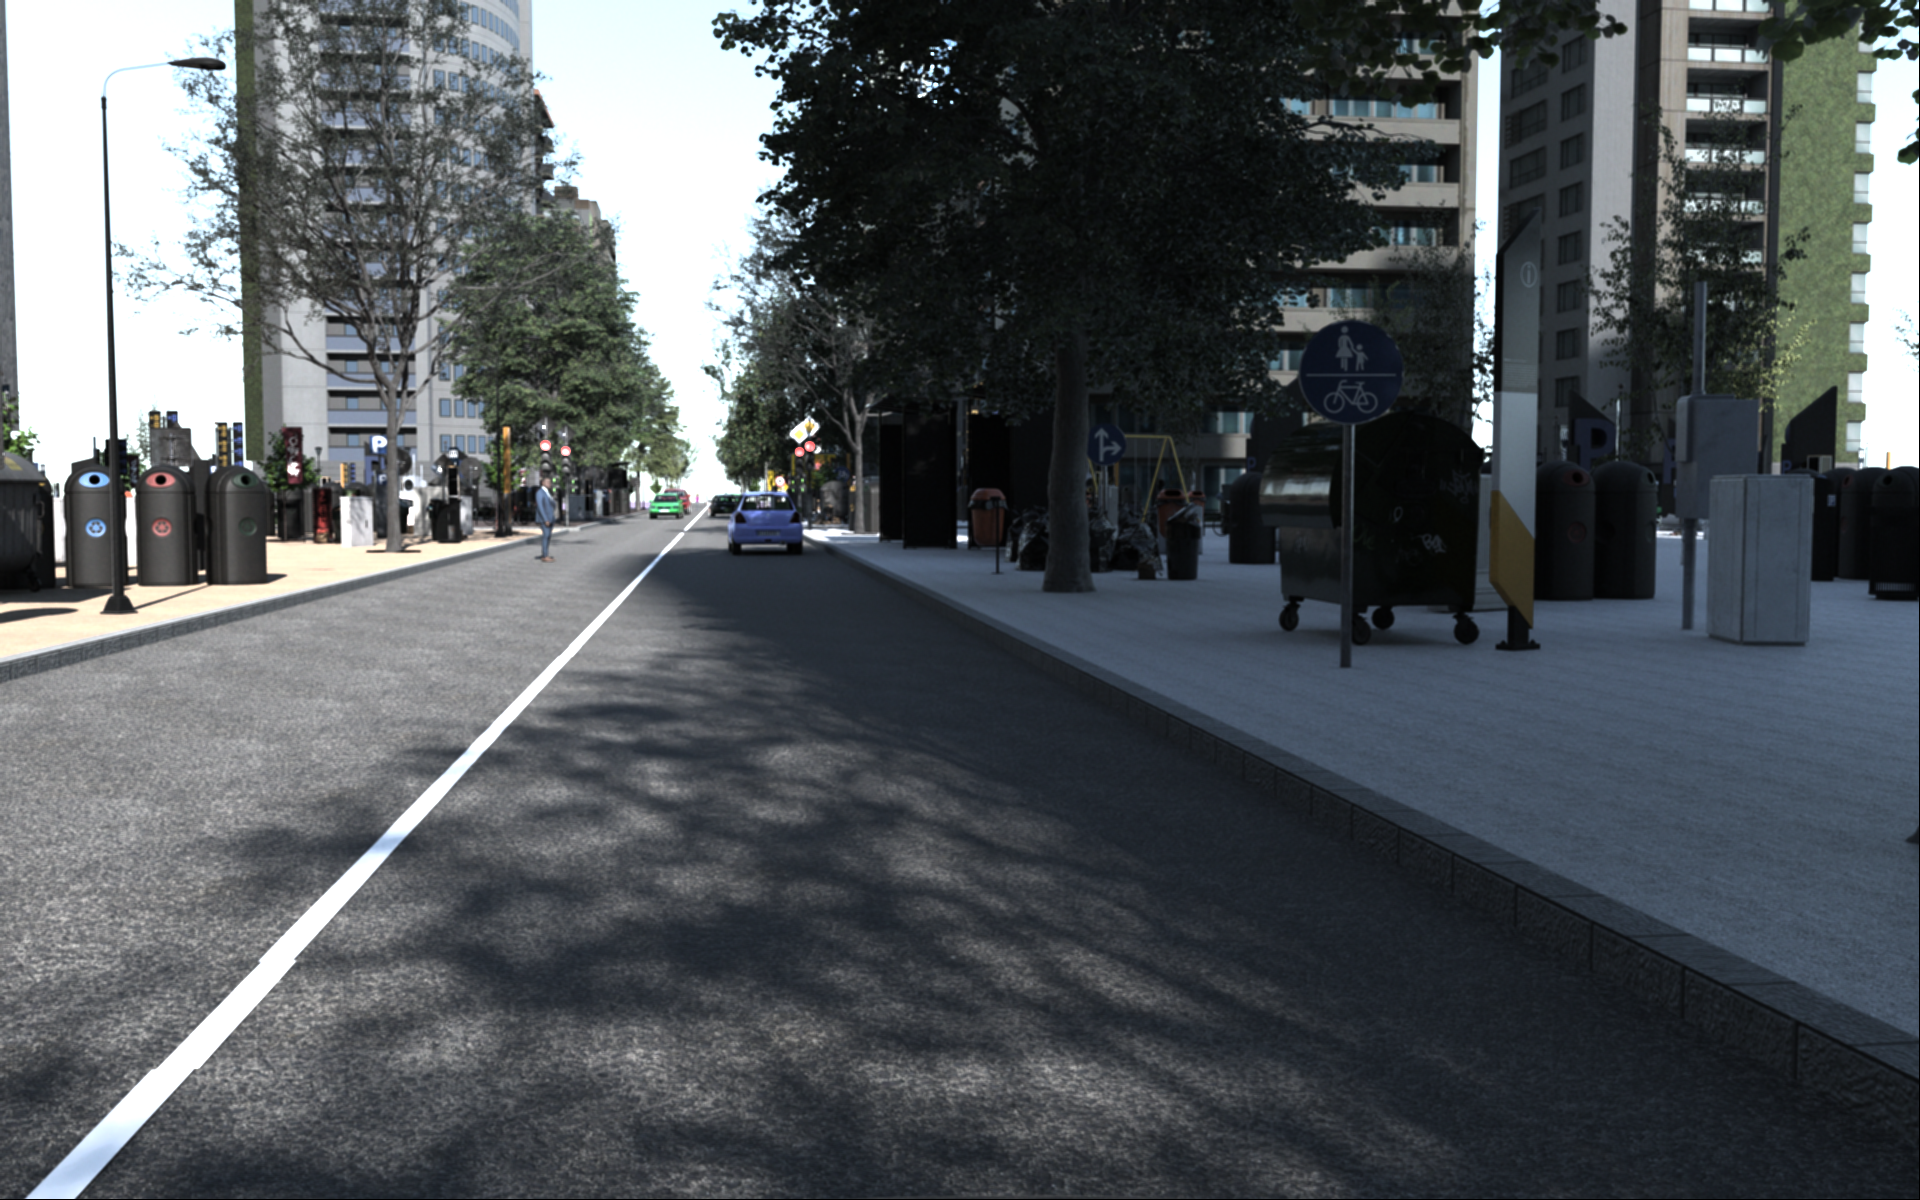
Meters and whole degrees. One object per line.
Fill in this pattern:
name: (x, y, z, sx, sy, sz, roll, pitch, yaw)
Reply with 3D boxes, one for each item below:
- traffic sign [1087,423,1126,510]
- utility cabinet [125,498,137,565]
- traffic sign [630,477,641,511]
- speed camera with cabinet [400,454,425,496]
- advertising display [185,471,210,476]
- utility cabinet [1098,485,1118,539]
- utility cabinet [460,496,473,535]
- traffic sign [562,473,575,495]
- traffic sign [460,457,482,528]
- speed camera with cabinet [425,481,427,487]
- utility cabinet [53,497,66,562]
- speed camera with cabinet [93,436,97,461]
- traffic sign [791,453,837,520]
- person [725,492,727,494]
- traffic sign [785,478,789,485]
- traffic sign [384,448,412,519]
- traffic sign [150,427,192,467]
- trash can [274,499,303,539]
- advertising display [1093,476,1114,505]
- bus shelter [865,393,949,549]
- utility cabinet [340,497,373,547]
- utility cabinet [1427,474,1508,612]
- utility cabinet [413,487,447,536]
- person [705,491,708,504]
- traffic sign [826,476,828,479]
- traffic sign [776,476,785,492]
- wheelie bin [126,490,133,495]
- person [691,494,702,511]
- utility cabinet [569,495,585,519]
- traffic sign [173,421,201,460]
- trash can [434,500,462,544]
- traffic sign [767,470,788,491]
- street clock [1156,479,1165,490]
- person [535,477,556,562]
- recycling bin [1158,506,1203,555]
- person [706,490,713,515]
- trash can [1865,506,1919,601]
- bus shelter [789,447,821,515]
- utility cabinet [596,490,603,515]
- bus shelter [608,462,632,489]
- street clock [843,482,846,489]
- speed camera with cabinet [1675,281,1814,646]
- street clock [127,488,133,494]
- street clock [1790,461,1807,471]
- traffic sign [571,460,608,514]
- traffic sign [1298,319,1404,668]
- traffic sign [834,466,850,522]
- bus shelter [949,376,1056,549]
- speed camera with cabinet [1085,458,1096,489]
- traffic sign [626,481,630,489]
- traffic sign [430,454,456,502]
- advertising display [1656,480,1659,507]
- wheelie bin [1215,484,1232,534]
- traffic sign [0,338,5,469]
traffic sign: (2.605, -1.903, 31.214, 0.768, 2.556, 0.104, 0, 4, -1)
utility cabinet: (-15.362, -1.229, 31.248, 1.020, 1.237, 0.306, -3, 5, -42)
traffic sign: (-24.195, -7.898, 129.232, 0.768, 2.556, 0.104, 0, 4, -5)
speed camera with cabinet: (-27.883, -5.624, 86.291, 2.038, 3.252, 0.660, 1, 4, 18)
advertising display: (-21.592, -2.678, 49.001, 0.974, 1.923, 0.123, 2, 4, 24)
utility cabinet: (3.677, -2.093, 42.892, 0.318, 1.500, 1.173, 1, 4, 16)
utility cabinet: (-15.575, -2.614, 53.897, 0.306, 1.237, 1.020, 1, 4, 18)
traffic sign: (-22.714, -6.147, 100.617, 0.768, 2.556, 0.104, 0, 4, -3)
traffic sign: (-16.761, -3.626, 59.387, 0.768, 2.556, 0.104, 0, 4, -2)
speed camera with cabinet: (-36.631, -7.648, 119.374, 0.660, 3.252, 2.038, 2, 4, 35)
utility cabinet: (-17.404, -1.347, 33.188, 1.020, 1.237, 0.306, 2, 4, 27)
speed camera with cabinet: (-28.917, -3.939, 58.734, 0.660, 3.252, 2.038, -3, 5, -41)
traffic sign: (-7.265, -5.644, 86.148, 2.265, 3.308, 0.079, 0, 4, -3)
person: (-35.909, -15.669, 265.356, 0.551, 1.740, 0.621, 3, 5, 45)
traffic sign: (-11.052, -6.914, 113.148, 0.768, 2.556, 0.104, 0, 4, -6)
traffic sign: (-15.547, -2.925, 47.923, 0.768, 2.556, 0.104, 0, 4, 1)
traffic sign: (-12.103, -1.497, 26.611, 0.606, 2.300, 0.079, 0, 4, -6)
trash can: (-18.722, -2.243, 48.326, 0.748, 1.137, 0.748, 0, 3, 0)
advertising display: (5.187, -3.502, 62.464, 0.974, 1.923, 0.123, -3, 4, -36)
bus shelter: (-1.247, -3.187, 43.388, 1.731, 3.624, 6.357, 0, 4, -8)
utility cabinet: (-14.688, -1.899, 42.209, 0.306, 1.237, 1.020, 1, 4, 11)
utility cabinet: (5.644, -0.628, 18.953, 1.173, 1.500, 0.318, -2, 4, -34)
utility cabinet: (-16.020, -2.681, 52.515, 1.173, 1.500, 0.318, 2, 4, 26)
person: (-36.291, -14.704, 248.781, 0.709, 1.838, 0.599, -3, 5, -42)
traffic sign: (-6.430, -5.039, 82.494, 0.768, 2.556, 0.104, 0, 4, -3)
traffic sign: (-12.379, -7.287, 119.254, 0.768, 2.556, 0.104, 0, 4, -2)
wheelie bin: (-61.531, -7.339, 127.908, 0.693, 1.594, 0.980, 0, 4, 2)
person: (-22.558, -8.372, 148.599, 0.991, 1.433, 0.599, 0, 4, -1)
utility cabinet: (-19.567, -4.736, 88.602, 1.020, 1.237, 0.306, 1, 4, 13)
traffic sign: (-13.914, -1.885, 30.826, 0.884, 2.594, 0.081, 0, 4, -6)
trash can: (-13.315, -2.043, 45.059, 0.748, 1.137, 0.748, 0, 3, 0)
traffic sign: (-14.877, -9.187, 144.086, 2.265, 3.308, 0.079, 0, 4, -5)
street clock: (9.369, -4.704, 81.486, 0.471, 2.002, 0.358, -1, 4, -13)
person: (-8.810, -1.721, 36.826, 0.419, 1.800, 0.721, 0, 4, -3)
recycling bin: (4.692, -1.490, 36.916, 0.722, 1.027, 0.722, -2, 4, -27)
person: (-17.186, -6.707, 119.164, 0.512, 1.701, 0.522, 0, 4, 6)
trash can: (11.372, -0.571, 20.994, 0.748, 1.137, 0.748, 0, 3, 0)
bus shelter: (-10.512, -8.688, 119.674, 2.179, 5.291, 8.768, 0, 4, -8)
utility cabinet: (-21.205, -5.758, 102.826, 0.318, 1.500, 1.173, -2, 4, -34)
bus shelter: (-25.489, -8.435, 129.189, 1.731, 3.624, 6.357, 0, 4, -8)
street clock: (-5.746, -4.957, 85.618, 0.358, 2.002, 0.471, 0, 4, -8)
speed camera with cabinet: (7.006, -1.296, 15.526, 0.660, 3.252, 2.038, 0, 4, 7)
street clock: (-54.307, -6.646, 113.225, 0.471, 2.002, 0.358, -3, 4, -36)
street clock: (18.386, -2.038, 37.886, 0.471, 2.002, 0.358, -2, 4, -29)
traffic sign: (-22.457, -6.786, 104.820, 2.265, 3.308, 0.079, 0, 4, -6)
traffic sign: (2.856, -0.773, 12.747, 0.768, 2.556, 0.104, 0, 4, 2)
traffic sign: (-5.379, -4.823, 78.958, 0.768, 2.556, 0.104, 0, 4, 0)
bus shelter: (1.091, -2.812, 37.267, 1.731, 3.624, 6.357, 0, 4, -8)
speed camera with cabinet: (5.151, -5.096, 77.651, 2.038, 3.252, 0.660, -1, 4, -12)
traffic sign: (-25.851, -8.075, 134.158, 0.606, 2.300, 0.079, 0, 4, -7)
traffic sign: (-14.702, -2.946, 49.346, 0.795, 2.450, 0.064, 0, 4, -2)
advertising display: (31.905, -4.578, 80.063, 0.974, 1.923, 0.123, -2, 4, -27)
wheelie bin: (8.648, -2.906, 55.420, 0.980, 1.594, 0.693, 0, 4, -5)
traffic sign: (-10.830, -1.446, 17.520, 2.265, 3.308, 0.079, 0, 4, -1)
